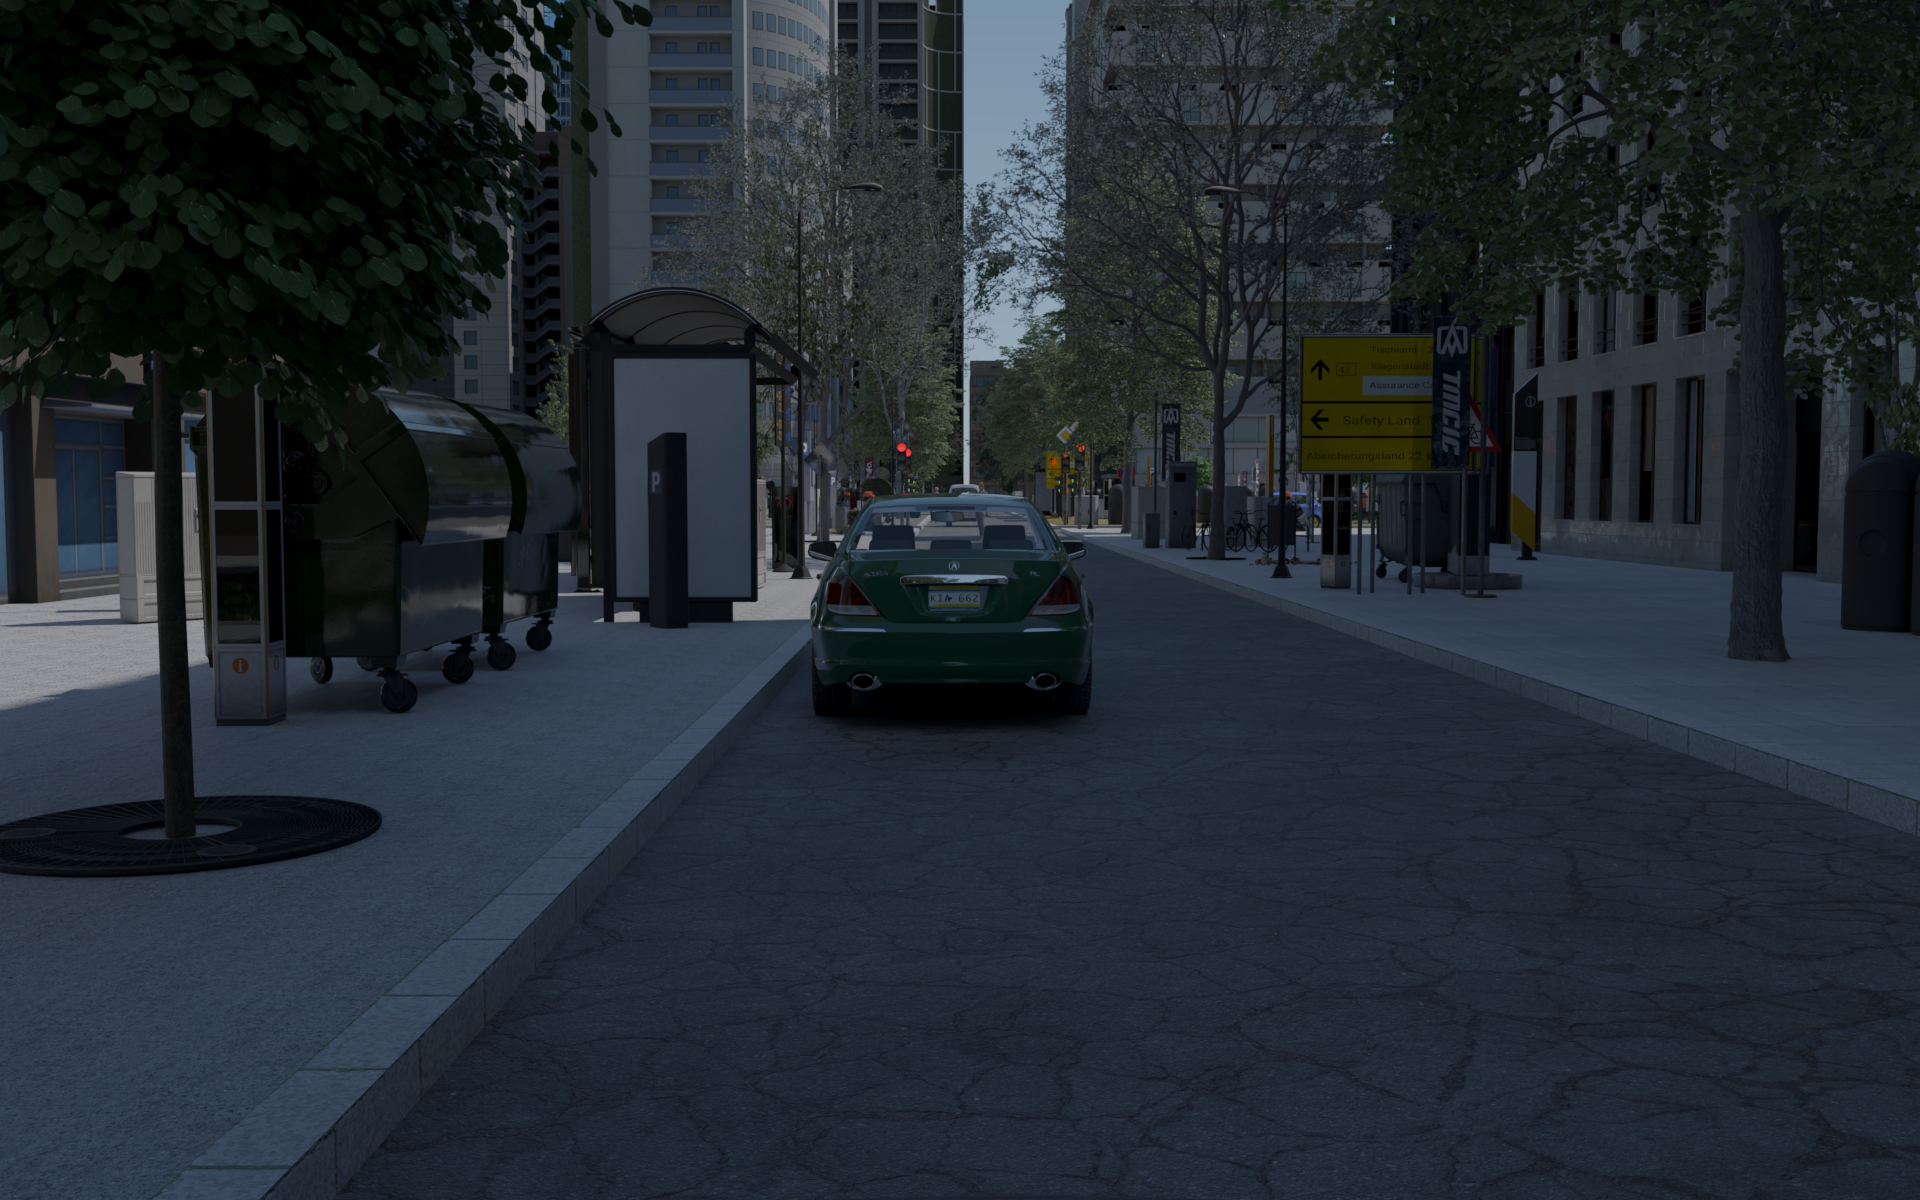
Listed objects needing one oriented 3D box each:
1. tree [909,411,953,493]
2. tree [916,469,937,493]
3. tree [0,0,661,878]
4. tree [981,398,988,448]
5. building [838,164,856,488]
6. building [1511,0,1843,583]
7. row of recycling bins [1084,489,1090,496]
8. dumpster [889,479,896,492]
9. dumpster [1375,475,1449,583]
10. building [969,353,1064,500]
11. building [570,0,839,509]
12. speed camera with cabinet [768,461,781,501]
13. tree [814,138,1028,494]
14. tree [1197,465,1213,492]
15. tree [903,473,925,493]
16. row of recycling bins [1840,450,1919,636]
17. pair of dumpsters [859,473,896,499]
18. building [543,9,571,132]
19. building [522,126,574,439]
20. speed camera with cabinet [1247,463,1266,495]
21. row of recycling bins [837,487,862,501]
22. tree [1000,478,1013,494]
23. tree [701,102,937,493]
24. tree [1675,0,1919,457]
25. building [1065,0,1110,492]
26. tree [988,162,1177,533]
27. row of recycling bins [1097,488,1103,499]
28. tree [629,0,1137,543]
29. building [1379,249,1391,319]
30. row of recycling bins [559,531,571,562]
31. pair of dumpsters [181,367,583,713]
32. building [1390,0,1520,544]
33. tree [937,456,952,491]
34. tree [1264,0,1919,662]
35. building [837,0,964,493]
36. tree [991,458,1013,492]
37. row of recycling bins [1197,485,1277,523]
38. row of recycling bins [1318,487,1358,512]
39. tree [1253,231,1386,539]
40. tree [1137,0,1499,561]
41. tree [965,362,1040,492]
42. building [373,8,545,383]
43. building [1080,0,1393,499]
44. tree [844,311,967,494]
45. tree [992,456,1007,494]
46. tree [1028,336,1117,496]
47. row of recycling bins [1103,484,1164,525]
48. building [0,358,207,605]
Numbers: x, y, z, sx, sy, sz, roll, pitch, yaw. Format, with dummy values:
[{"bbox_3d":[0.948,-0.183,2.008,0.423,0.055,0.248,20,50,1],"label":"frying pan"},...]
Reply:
[{"bbox_3d":[-2.972,-11.991,146.408,4.737,8.622,4.395,0,3,0],"label":"tree"},{"bbox_3d":[-3.755,-10.977,163.190,4.285,4.588,4.351,0,3,0],"label":"tree"},{"bbox_3d":[-2.842,-1.387,6.384,4.285,4.588,4.351,0,3,0],"label":"tree"},{"bbox_3d":[5.301,-11.741,110.086,7.486,12.596,7.792,0,3,0],"label":"tree"},{"bbox_3d":[-24.153,-30.908,197.223,23.993,40.220,32.217,0,4,0],"label":"building"},{"bbox_3d":[17.786,-10.749,30.491,10.420,20.320,16.860,0,4,0],"label":"building"},{"bbox_3d":[11.017,-7.793,134.529,3.534,1.692,1.069,2,4,30],"label":"row of recycling bins"},{"bbox_3d":[-4.800,-6.838,114.297,1.502,2.255,1.985,0,4,0],"label":"dumpster"},{"bbox_3d":[6.923,-1.215,25.616,1.264,1.857,1.865,0,4,0],"label":"dumpster"},{"bbox_3d":[15.902,-24.864,251.569,28.899,21.520,27.650,0,4,0],"label":"building"},{"bbox_3d":[-22.629,-37.767,159.492,21.231,58.520,28.212,0,4,0],"label":"building"},{"bbox_3d":[-10.800,-6.698,103.854,0.660,3.252,2.038,-2,4,-32],"label":"speed camera with cabinet"},{"bbox_3d":[-2.421,-14.333,90.231,12.611,20.169,13.585,0,3,0],"label":"tree"},{"bbox_3d":[16.601,-7.517,117.497,1.663,3.219,1.824,0,3,0],"label":"tree"},{"bbox_3d":[-3.239,-7.770,121.641,1.663,3.219,1.824,0,3,0],"label":"tree"},{"bbox_3d":[9.262,-0.490,15.122,1.069,1.692,3.534,-1,4,-21],"label":"row of recycling bins"},{"bbox_3d":[-3.696,-4.584,77.435,1.574,2.255,4.437,0,4,0],"label":"pair of dumpsters"},{"bbox_3d":[-64.136,-57.137,246.859,31.000,86.520,22.319,0,4,0],"label":"building"},{"bbox_3d":[-43.289,-34.028,206.463,14.200,45.320,14.600,0,4,0],"label":"building"},{"bbox_3d":[18.955,-7.157,111.355,2.038,3.252,0.660,3,4,38],"label":"speed camera with cabinet"},{"bbox_3d":[-6.993,-6.172,108.032,1.069,1.692,3.534,-3,4,-36],"label":"row of recycling bins"},{"bbox_3d":[5.196,-11.137,176.698,1.663,3.219,1.824,0,3,0],"label":"tree"},{"bbox_3d":[-3.122,-5.084,33.487,4.360,8.622,3.978,0,3,0],"label":"tree"},{"bbox_3d":[10.542,-4.252,19.880,4.737,8.622,4.395,0,3,0],"label":"tree"},{"bbox_3d":[22.623,-40.211,199.455,21.231,58.520,28.212,0,4,0],"label":"building"},{"bbox_3d":[5.875,-8.497,57.055,7.486,12.596,7.792,0,3,0],"label":"tree"},{"bbox_3d":[9.392,-5.527,97.486,3.534,1.692,1.069,3,4,38],"label":"row of recycling bins"},{"bbox_3d":[-3.513,-8.280,45.754,12.009,13.543,11.850,0,3,0],"label":"tree"},{"bbox_3d":[49.331,-26.699,208.225,14.107,30.474,14.160,0,4,0],"label":"building"},{"bbox_3d":[-7.150,-1.581,32.964,3.534,1.692,1.069,-1,4,-9],"label":"row of recycling bins"},{"bbox_3d":[-3.834,-0.585,12.060,1.574,2.255,4.437,0,4,0],"label":"pair of dumpsters"},{"bbox_3d":[19.901,-13.298,47.100,12.332,23.373,15.834,0,4,0],"label":"building"},{"bbox_3d":[-3.140,-15.991,211.820,4.360,8.622,3.978,0,3,0],"label":"tree"},{"bbox_3d":[5.798,-5.805,13.034,7.486,12.596,7.792,0,3,0],"label":"tree"},{"bbox_3d":[-9.730,-49.450,246.755,20.611,71.187,20.563,0,4,0],"label":"building"},{"bbox_3d":[5.067,-15.483,203.511,4.360,8.622,3.978,0,3,0],"label":"tree"},{"bbox_3d":[12.320,-4.275,77.005,3.534,1.692,1.069,1,4,15],"label":"row of recycling bins"},{"bbox_3d":[19.192,-4.956,88.145,1.069,1.692,3.534,-1,4,-11],"label":"row of recycling bins"},{"bbox_3d":[10.043,-6.039,49.107,4.360,8.622,3.978,0,3,0],"label":"tree"},{"bbox_3d":[5.148,-7.531,33.503,12.009,13.543,11.850,0,3,0],"label":"tree"},{"bbox_3d":[5.347,-15.805,165.060,9.857,13.997,8.962,0,3,0],"label":"tree"},{"bbox_3d":[-60.683,-46.772,202.971,20.611,71.187,20.563,0,4,0],"label":"building"},{"bbox_3d":[27.127,-35.634,171.848,28.713,52.752,27.495,0,4,0],"label":"building"},{"bbox_3d":[-3.346,-11.447,105.281,7.486,12.596,7.792,0,3,0],"label":"tree"},{"bbox_3d":[4.654,-14.258,183.487,4.737,8.622,4.395,0,3,0],"label":"tree"},{"bbox_3d":[5.271,-7.739,76.891,4.737,8.622,4.395,0,3,0],"label":"tree"},{"bbox_3d":[7.977,-4.019,72.828,3.534,1.692,1.069,-1,4,-14],"label":"row of recycling bins"},{"bbox_3d":[-17.495,-22.705,21.345,14.600,45.320,14.200,0,4,0],"label":"building"}]
